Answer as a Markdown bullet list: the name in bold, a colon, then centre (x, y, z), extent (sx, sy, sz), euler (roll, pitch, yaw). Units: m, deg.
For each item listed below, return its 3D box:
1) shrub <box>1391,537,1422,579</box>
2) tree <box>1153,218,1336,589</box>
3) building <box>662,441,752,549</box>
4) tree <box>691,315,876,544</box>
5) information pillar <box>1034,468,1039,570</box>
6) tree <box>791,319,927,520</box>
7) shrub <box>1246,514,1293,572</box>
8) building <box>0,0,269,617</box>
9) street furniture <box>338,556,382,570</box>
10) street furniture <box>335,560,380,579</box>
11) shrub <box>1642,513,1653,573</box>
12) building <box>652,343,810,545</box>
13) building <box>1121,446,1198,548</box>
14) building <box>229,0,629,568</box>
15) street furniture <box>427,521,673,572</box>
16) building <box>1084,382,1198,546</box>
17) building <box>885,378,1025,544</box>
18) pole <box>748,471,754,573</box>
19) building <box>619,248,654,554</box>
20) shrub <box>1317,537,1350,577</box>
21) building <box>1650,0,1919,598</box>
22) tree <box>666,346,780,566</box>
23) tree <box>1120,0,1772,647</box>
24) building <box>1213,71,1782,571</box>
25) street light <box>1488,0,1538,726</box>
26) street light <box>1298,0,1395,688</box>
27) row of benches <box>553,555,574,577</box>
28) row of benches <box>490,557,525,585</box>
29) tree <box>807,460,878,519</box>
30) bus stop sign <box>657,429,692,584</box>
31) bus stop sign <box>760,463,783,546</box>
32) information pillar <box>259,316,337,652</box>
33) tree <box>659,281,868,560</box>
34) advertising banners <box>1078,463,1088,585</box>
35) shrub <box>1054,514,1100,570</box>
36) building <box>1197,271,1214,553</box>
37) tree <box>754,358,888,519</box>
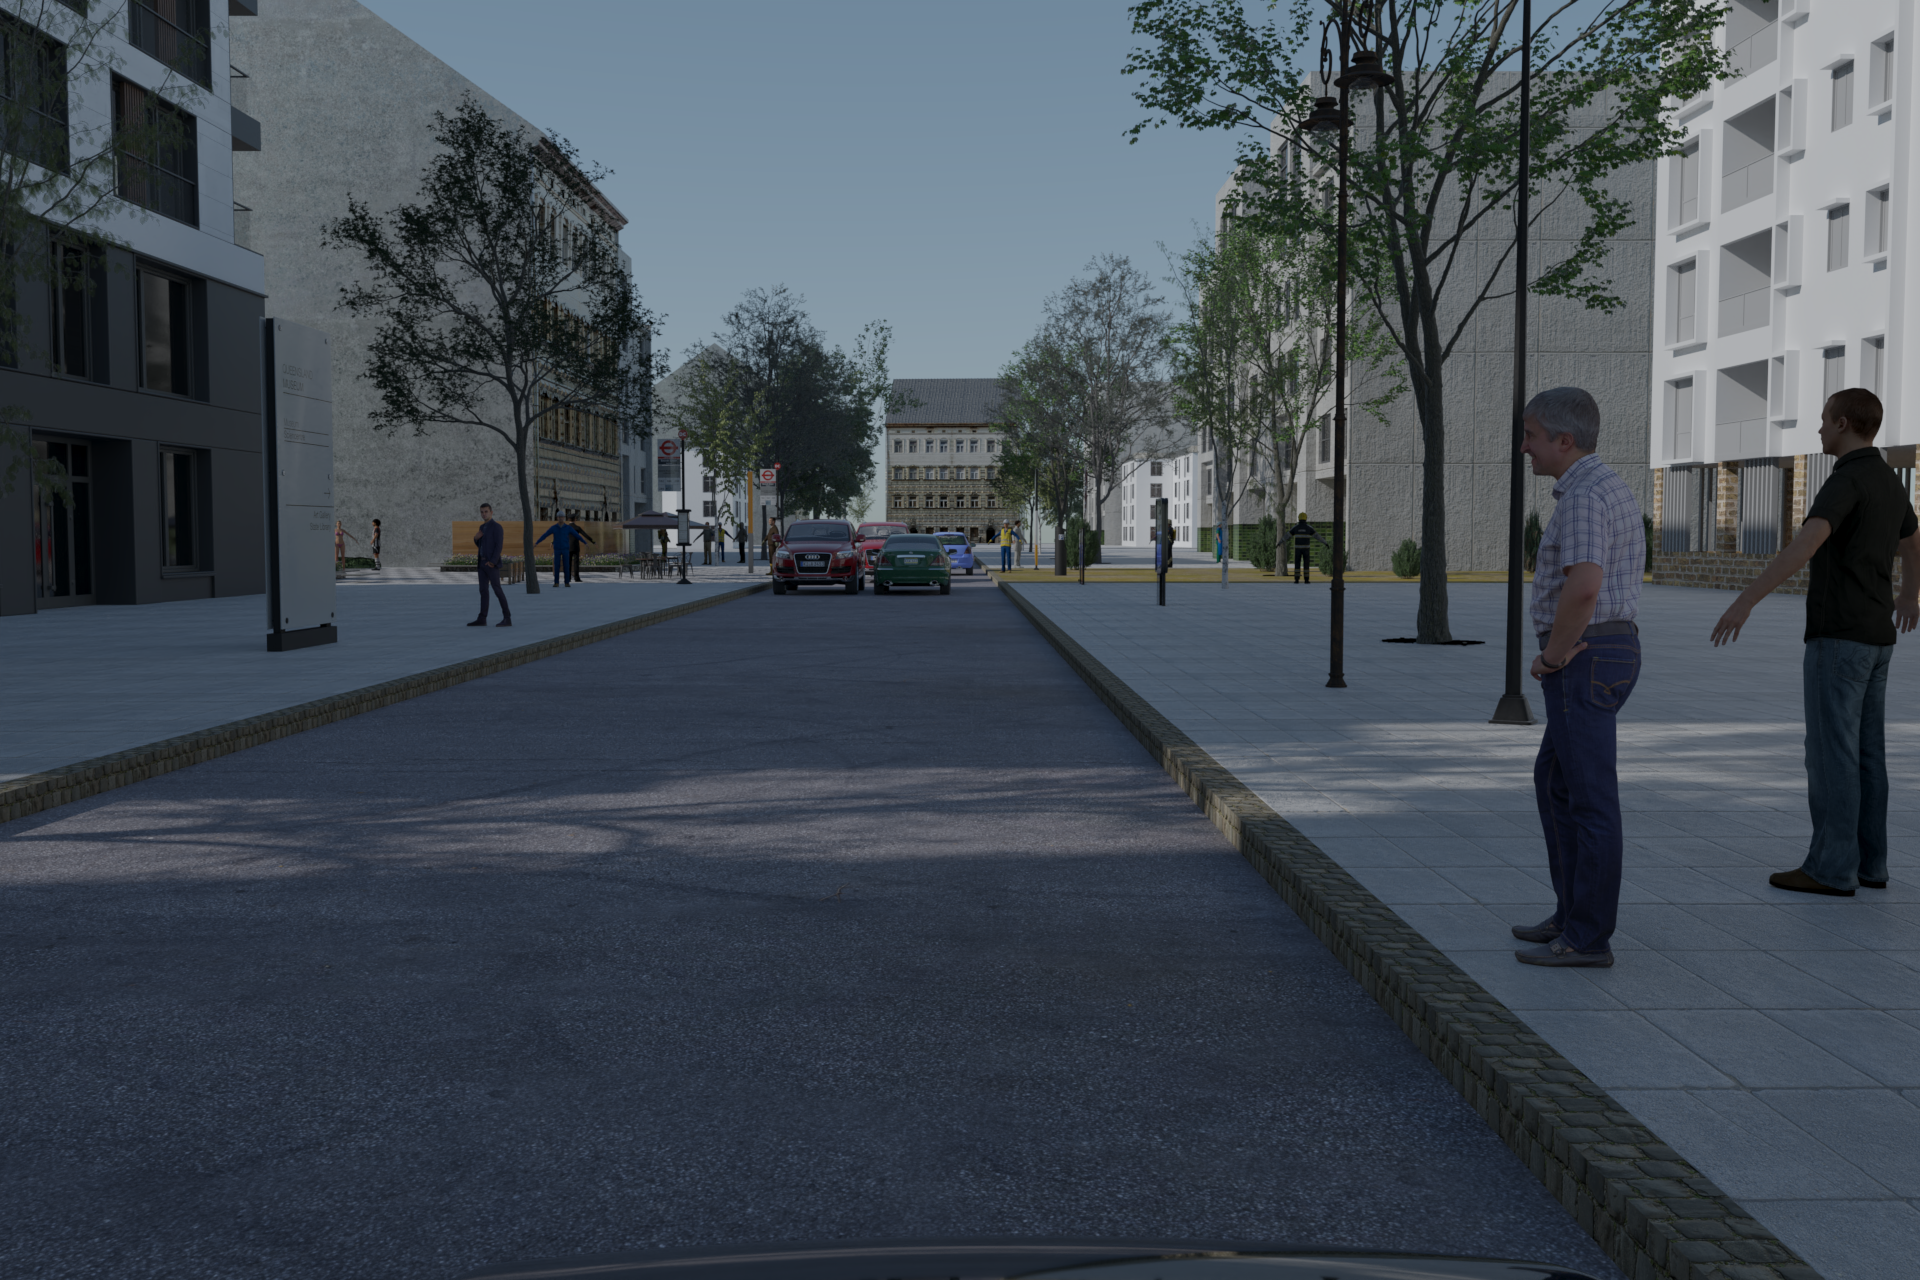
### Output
- **shrub**: centre (12.808, -2.350, 49.537), extent (1.383, 1.207, 1.383), euler (0, 3, 0)
- **tree**: centre (6.182, -5.518, 40.581), extent (4.360, 8.622, 3.978), euler (0, 3, 0)
- **building**: centre (-24.813, -13.925, 169.824), extent (9.099, 9.664, 28.070), euler (0, 4, 0)
- **tree**: centre (-10.212, -11.493, 98.276), extent (12.009, 13.543, 11.850), euler (0, 3, 0)
- **information pillar**: centre (2.731, -4.317, 61.931), extent (0.183, 3.616, 0.504), euler (0, 4, -1)
- **tree**: centre (-8.699, -18.065, 151.253), extent (12.611, 20.169, 13.585), euler (0, 3, 0)
- **shrub**: centre (10.527, -3.332, 58.901), extent (1.690, 2.028, 1.600), euler (0, 3, 0)
- **building**: centre (-28.756, -10.803, 20.604), extent (27.936, 21.610, 32.646), euler (0, 4, 0)
- **street furniture**: centre (-26.412, -2.861, 62.396), extent (10.072, 0.657, 5.734), euler (0, 4, 2)
- **street furniture**: centre (-21.307, -2.545, 48.470), extent (11.010, 1.723, 9.812), euler (0, 4, -3)
- **shrub**: centre (22.901, -3.271, 57.904), extent (1.690, 2.028, 1.600), euler (0, 3, 0)
- **building**: centre (-28.227, -23.098, 208.579), extent (19.493, 23.208, 18.063), euler (0, 4, 0)
- **building**: centre (22.596, -14.467, 178.674), extent (9.099, 9.664, 28.070), euler (0, 4, -1)
- **building**: centre (-25.552, -14.896, 74.473), extent (19.493, 23.208, 18.063), euler (0, 4, -1)
- **street furniture**: centre (-14.006, -3.272, 60.358), extent (11.010, 1.723, 9.812), euler (0, 4, 6)
- **building**: centre (24.548, -20.979, 209.471), extent (16.747, 18.905, 31.486), euler (0, 4, 0)
- **building**: centre (-0.322, -25.043, 242.838), extent (18.063, 23.208, 19.493), euler (0, 4, 5)
- **pole**: centre (-6.827, -3.832, 56.490), extent (0.158, 3.312, 0.155), euler (0, 3, 0)
- **building**: centre (-29.300, -14.463, 102.928), extent (16.747, 18.905, 31.486), euler (0, 4, -1)
- **shrub**: centre (11.196, -2.500, 51.996), extent (1.383, 1.207, 1.383), euler (0, 3, 0)
- **building**: centre (22.443, -11.309, 41.322), extent (16.016, 20.090, 11.380), euler (0, 4, -1)
- **tree**: centre (-9.479, -7.253, 68.945), extent (4.737, 8.622, 4.395), euler (0, 3, 0)
- **tree**: centre (5.392, -5.765, 20.013), extent (9.928, 11.665, 9.643), euler (0, 3, 0)
- **building**: centre (21.716, -12.754, 74.981), extent (16.747, 18.905, 31.486), euler (0, 4, 0)
- **street light**: centre (4.303, -2.389, 11.598), extent (1.470, 5.913, 1.316), euler (0, 4, -1)
- **street light**: centre (3.156, -2.542, 14.347), extent (0.468, 5.910, 1.993), euler (0, 3, 0)
- **row of benches**: centre (-11.904, -2.242, 52.126), extent (1.422, 0.672, 4.104), euler (-1, 4, -14)
- **row of benches**: centre (-11.975, -1.850, 45.704), extent (1.422, 0.672, 4.104), euler (-1, 4, -9)
- **tree**: centre (-10.242, -12.428, 137.611), extent (8.767, 10.594, 7.601), euler (1, 4, 16)
- **bus stop sign**: centre (-7.285, -3.397, 44.250), extent (0.855, 3.939, 0.416), euler (0, 4, -1)
- **bus stop sign**: centre (-7.044, -4.659, 64.870), extent (0.855, 3.939, 0.416), euler (0, 4, -1)
- **information pillar**: centre (-7.462, -1.729, 19.580), extent (0.184, 3.620, 1.656), euler (0, 4, 0)
- **tree**: centre (-9.516, -10.640, 84.341), extent (12.009, 13.543, 11.850), euler (0, 3, 0)
- **advertising banners**: centre (3.113, -2.917, 43.889), extent (0.090, 3.025, 2.074), euler (0, 3, 0)
- **shrub**: centre (4.172, -3.501, 61.656), extent (1.690, 2.028, 1.600), euler (0, 3, 0)
- **building**: centre (25.378, -14.696, 106.731), extent (16.747, 18.905, 31.486), euler (0, 4, -1)
- **tree**: centre (-9.678, -12.854, 116.819), extent (9.857, 13.997, 8.962), euler (0, 3, 0)
